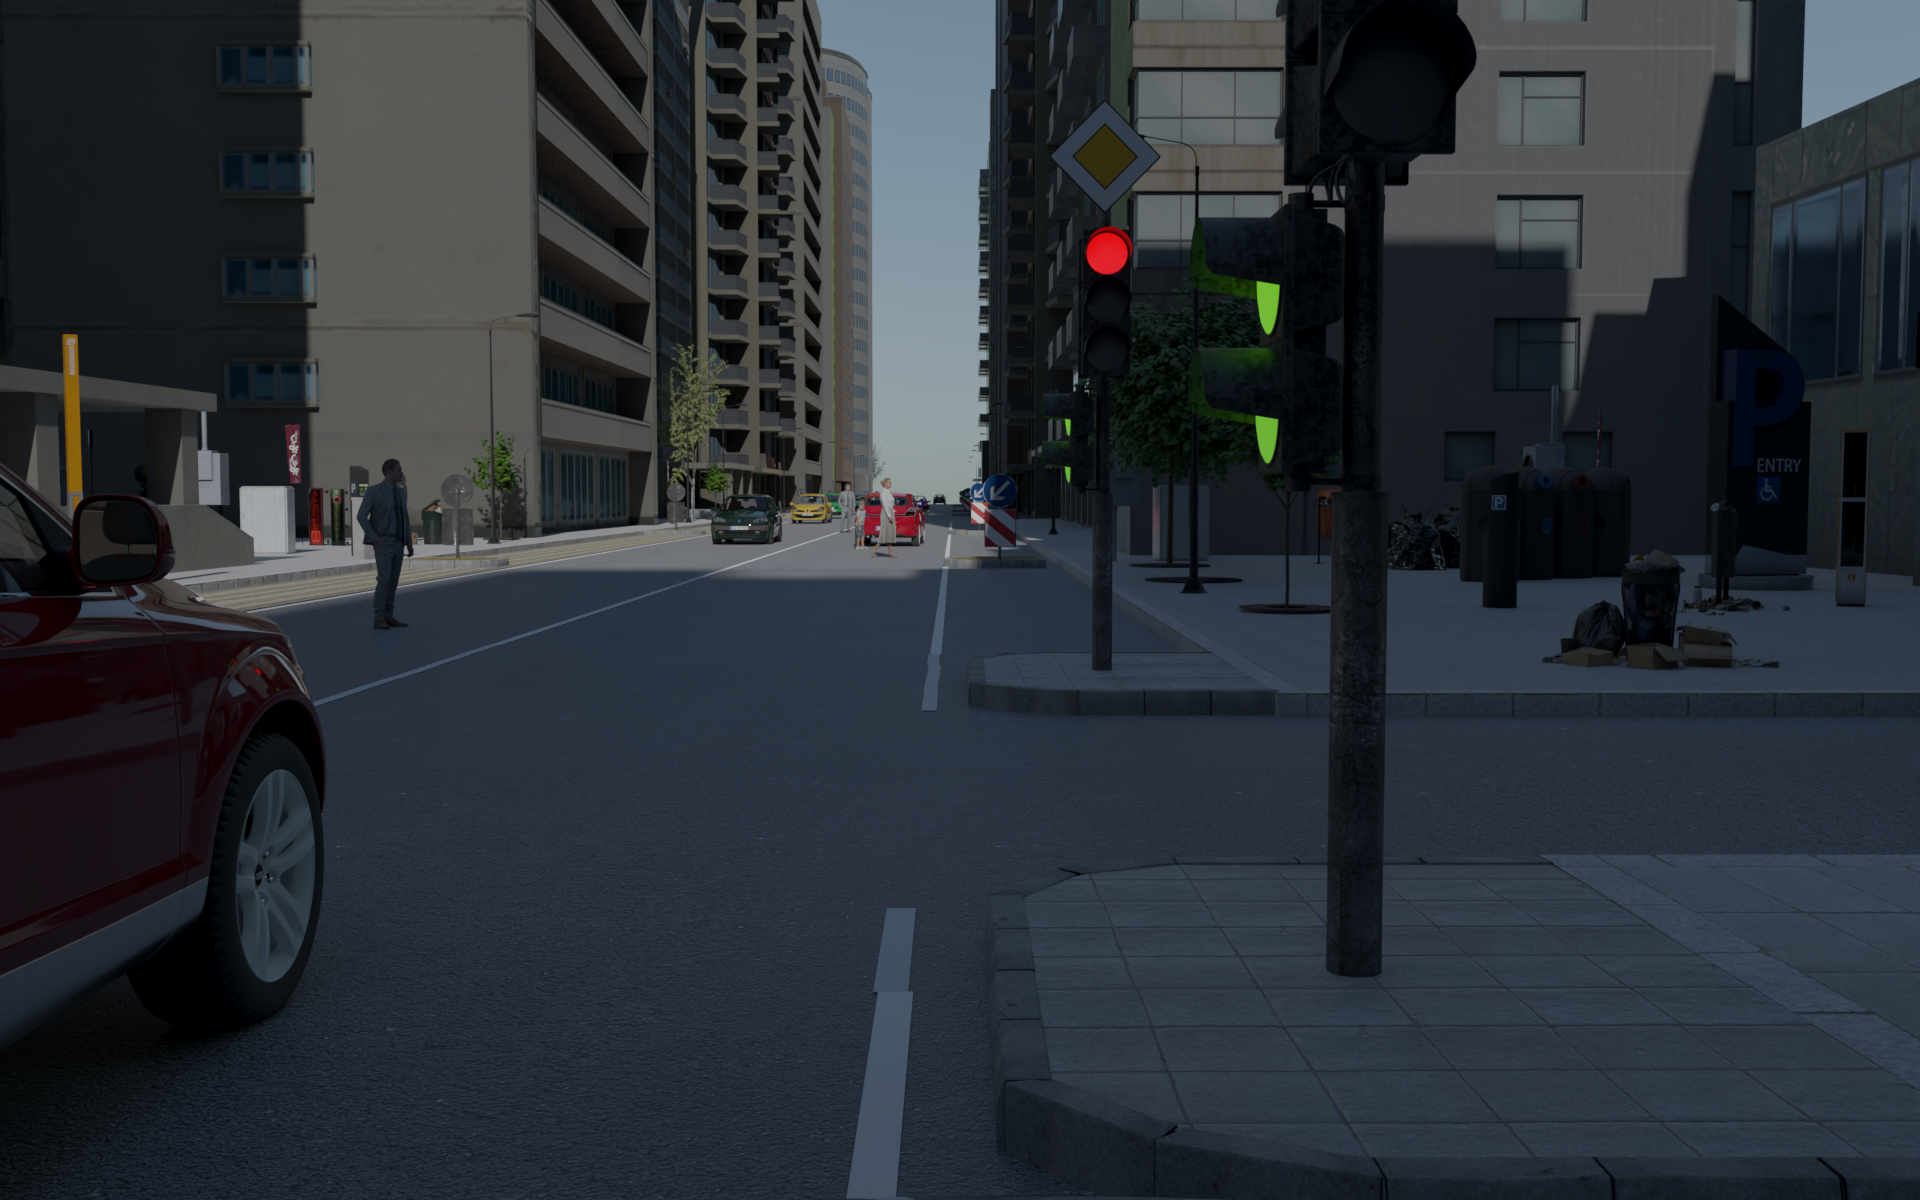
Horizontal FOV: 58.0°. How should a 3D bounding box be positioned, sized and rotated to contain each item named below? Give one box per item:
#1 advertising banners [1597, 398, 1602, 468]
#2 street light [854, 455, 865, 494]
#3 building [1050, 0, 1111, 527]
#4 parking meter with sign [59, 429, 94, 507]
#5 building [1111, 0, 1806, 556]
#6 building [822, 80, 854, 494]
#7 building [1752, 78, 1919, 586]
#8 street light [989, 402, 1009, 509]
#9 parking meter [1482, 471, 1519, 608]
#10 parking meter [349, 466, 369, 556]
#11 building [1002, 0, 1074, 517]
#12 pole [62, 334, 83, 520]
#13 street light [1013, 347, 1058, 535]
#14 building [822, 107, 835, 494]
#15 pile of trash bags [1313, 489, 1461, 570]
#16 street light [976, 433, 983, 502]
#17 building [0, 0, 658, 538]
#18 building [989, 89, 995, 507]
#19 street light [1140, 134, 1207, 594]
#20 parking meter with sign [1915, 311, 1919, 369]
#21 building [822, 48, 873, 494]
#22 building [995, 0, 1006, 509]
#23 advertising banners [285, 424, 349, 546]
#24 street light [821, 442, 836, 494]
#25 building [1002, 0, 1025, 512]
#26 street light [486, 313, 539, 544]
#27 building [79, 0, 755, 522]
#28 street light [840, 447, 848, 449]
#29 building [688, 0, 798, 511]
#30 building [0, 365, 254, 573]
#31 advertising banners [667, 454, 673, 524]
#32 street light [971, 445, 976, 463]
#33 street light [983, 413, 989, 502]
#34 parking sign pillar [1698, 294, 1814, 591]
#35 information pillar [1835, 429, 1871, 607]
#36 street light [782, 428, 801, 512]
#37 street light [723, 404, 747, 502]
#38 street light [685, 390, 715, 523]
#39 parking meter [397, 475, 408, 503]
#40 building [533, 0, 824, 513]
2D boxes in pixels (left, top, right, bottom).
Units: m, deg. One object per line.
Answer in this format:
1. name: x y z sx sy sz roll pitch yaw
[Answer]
1. advertising banners: 12.040 -2.234 32.706 0.090 3.025 2.074 1 4 20
2. street light: -11.979 -14.227 205.144 1.470 5.913 1.316 0 4 0
3. building: 15.261 -27.660 71.855 23.786 49.044 30.456 0 4 0
4. parking meter with sign: -23.907 -3.033 45.856 1.738 3.016 0.543 -2 4 -30
5. building: 10.555 -21.913 41.865 14.154 41.232 14.086 0 4 0
6. building: -19.447 -33.128 191.754 14.600 45.320 14.200 0 4 0
7. building: 28.830 -43.249 19.798 31.000 86.520 22.319 0 4 0
8. street light: 2.359 -7.043 87.688 1.470 5.913 1.316 0 4 0
9. parking meter: 6.109 -0.682 19.564 0.372 1.533 0.369 0 3 0
10. parking meter: -12.396 -1.839 35.784 0.399 1.863 0.255 3 5 44
11. building: 13.812 -27.530 104.739 22.147 44.769 28.867 0 4 0
12. pole: -11.388 -1.738 22.259 0.158 3.312 0.155 0 3 0
13. street light: 2.425 -5.031 54.801 1.470 5.913 1.316 0 4 0
14. building: -20.365 -30.224 177.759 14.154 41.232 14.086 0 4 0
15. pile of trash bags: 7.502 -1.287 30.790 1.912 1.369 3.447 -2 4 -29
16. street light: 2.179 -9.761 132.137 1.470 5.913 1.316 0 4 0
17. building: -23.097 -26.657 59.544 21.300 48.544 21.600 0 4 0
18. building: 10.023 -30.260 178.337 14.154 41.232 14.086 0 4 0
19. street light: 2.490 -3.043 22.286 1.470 5.913 1.316 0 4 0
20. parking meter with sign: 9.800 -1.206 15.974 0.543 3.016 1.738 -2 4 -35
21. building: -22.707 -41.971 228.225 21.231 58.520 28.212 0 4 0
22. building: 13.510 -37.101 148.598 21.231 58.520 28.212 0 4 0
23. advertising banners: -16.007 -2.867 43.057 2.074 3.025 0.090 2 4 28
24. street light: -11.705 -11.054 153.274 1.470 5.913 1.316 0 4 0
25. building: 10.167 -29.171 127.055 14.600 45.320 14.200 0 4 0
26. street light: -11.483 -4.400 44.482 1.470 5.913 1.316 0 4 0
27. building: -28.661 -24.924 99.396 32.217 40.220 23.993 0 4 0
28. street light: -11.890 -12.228 172.469 1.470 5.913 1.316 0 4 0
29. building: -23.580 -28.809 125.653 22.147 44.769 28.867 0 4 0
30. building: -28.908 -20.269 23.272 32.217 40.220 23.993 0 4 0
31. advertising banners: -12.533 -4.816 74.929 0.090 3.025 2.074 -1 4 -15
32. street light: 1.999 -11.725 164.244 1.470 5.913 1.316 0 4 0
33. street light: 2.213 -7.747 99.201 1.470 5.913 1.316 0 4 0
34. parking sign pillar: 10.866 -2.145 23.548 1.447 3.967 1.447 -1 4 -13
35. information pillar: 10.188 -0.934 19.766 0.304 2.012 0.304 2 4 25
36. street light: -11.766 -9.087 121.112 1.470 5.913 1.316 0 4 0
37. street light: -11.601 -7.119 88.931 1.470 5.913 1.316 0 4 0
38. street light: -11.585 -6.399 77.161 1.470 5.913 1.316 0 4 0
39. parking meter: -14.934 -2.475 46.177 0.399 1.863 0.255 -1 4 -18
40. building: -23.405 -32.234 150.725 21.300 48.544 21.600 0 4 0
